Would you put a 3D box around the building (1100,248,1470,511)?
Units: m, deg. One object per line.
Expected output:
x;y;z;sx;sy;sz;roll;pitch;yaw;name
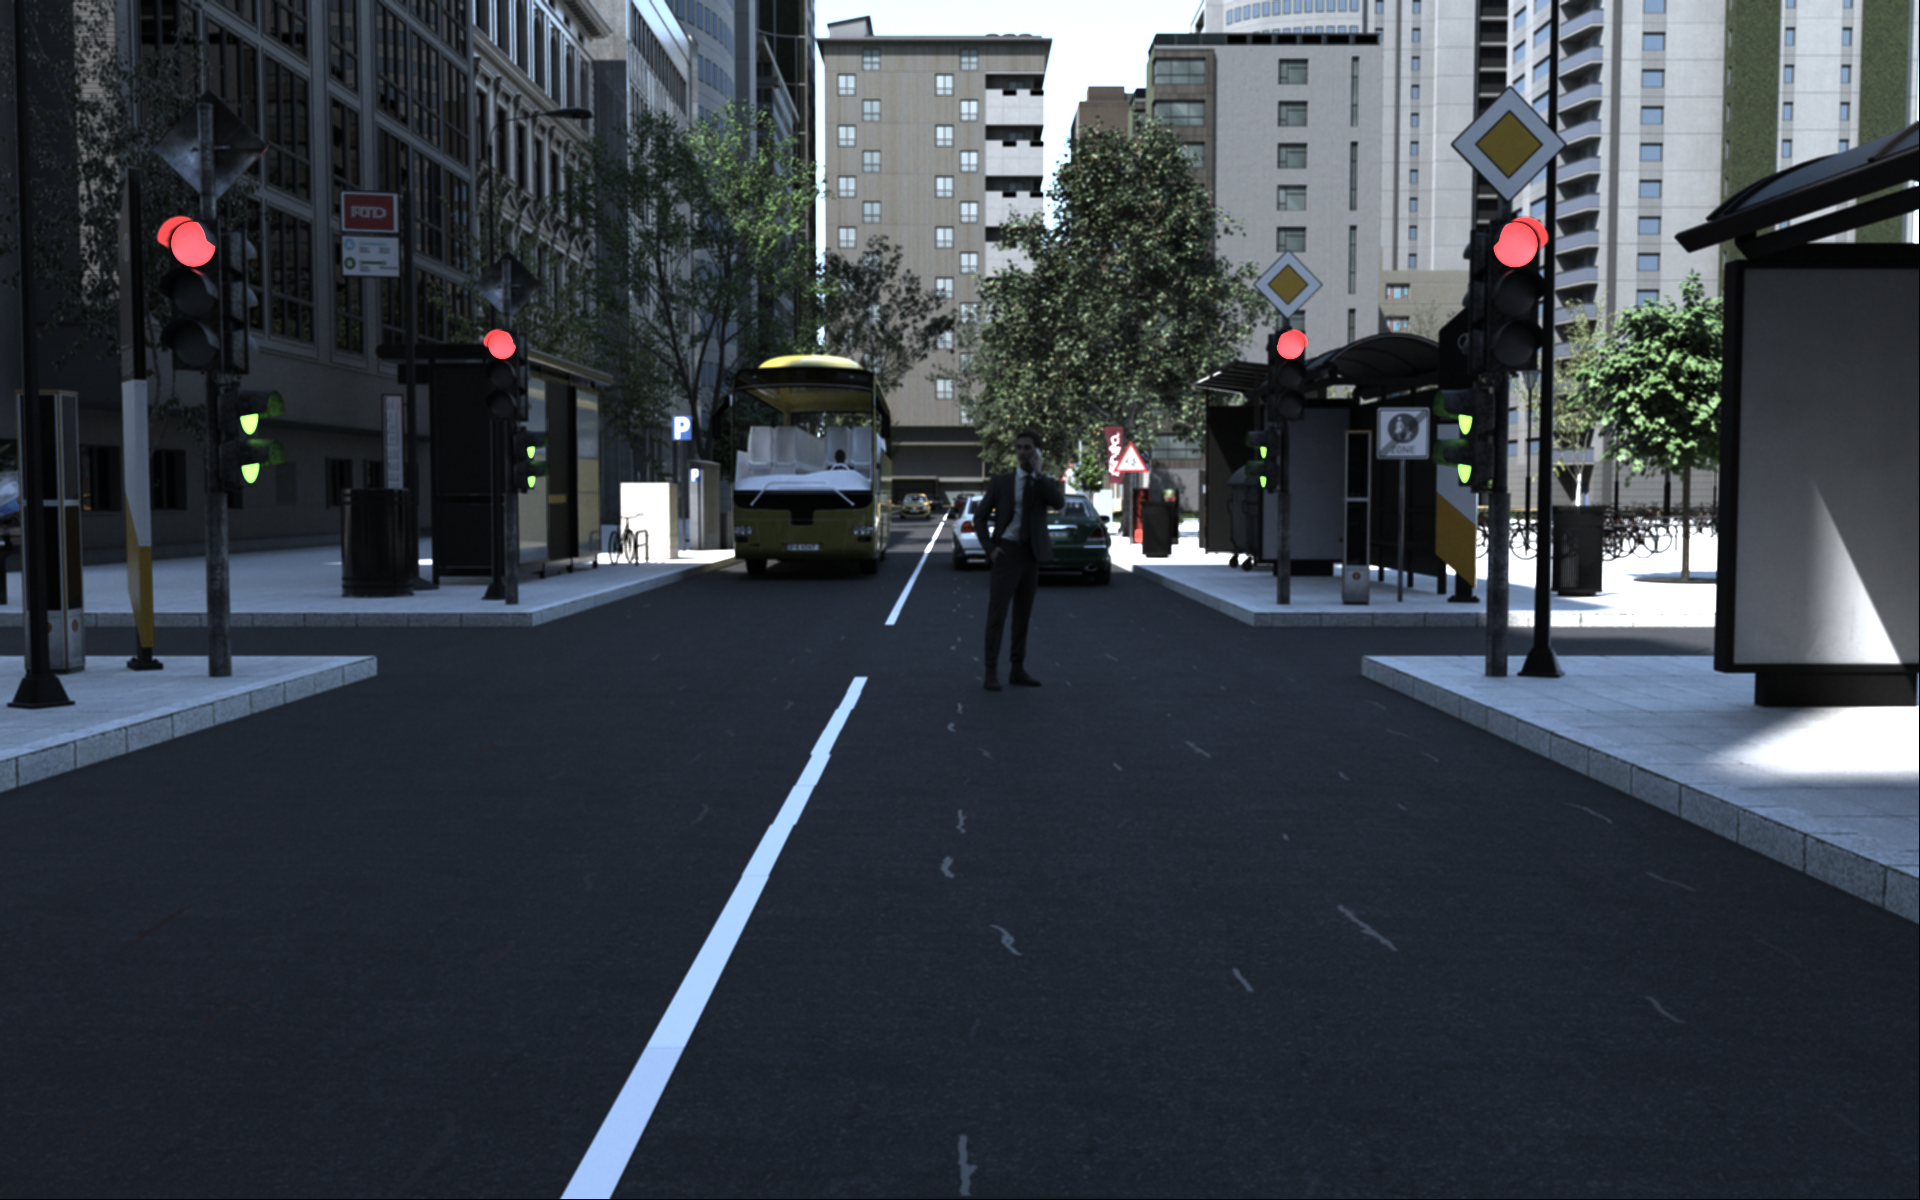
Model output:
26.318;-18.560;148.503;27.650;21.520;28.899;0;3;0;building

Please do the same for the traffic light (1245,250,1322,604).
3.756;-1.907;20.096;0.839;4.253;0.868;0;3;0;traffic light

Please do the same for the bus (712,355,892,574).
-2.722;-2.617;34.336;2.896;3.916;12.252;0;4;-1;bus

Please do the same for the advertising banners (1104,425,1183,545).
4.646;-2.926;44.024;2.074;3.025;0.090;1;4;23;advertising banners

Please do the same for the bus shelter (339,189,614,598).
-7.085;-2.936;25.630;2.179;5.291;8.768;0;3;0;bus shelter

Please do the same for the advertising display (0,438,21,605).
-11.232;-0.902;19.967;0.123;1.923;0.974;3;5;44;advertising display

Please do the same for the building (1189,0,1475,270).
41.018;-40.053;196.867;28.212;58.520;21.231;0;3;0;building

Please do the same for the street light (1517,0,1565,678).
3.578;-2.419;12.098;1.470;5.913;1.316;0;3;0;street light

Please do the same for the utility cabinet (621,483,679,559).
-6.095;-1.551;34.042;1.173;1.500;0.318;2;4;27;utility cabinet

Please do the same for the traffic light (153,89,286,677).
-5.194;-1.417;12.083;0.839;4.253;0.868;0;3;0;traffic light

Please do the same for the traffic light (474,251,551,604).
-5.206;-1.905;20.068;0.839;4.253;0.868;0;3;0;traffic light

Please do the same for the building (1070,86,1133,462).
19.818;-33.236;193.527;14.200;45.320;14.600;0;3;0;building

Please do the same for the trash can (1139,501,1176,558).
3.964;-1.419;34.846;0.748;1.137;0.748;0;3;0;trash can

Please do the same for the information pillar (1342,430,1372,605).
4.605;-0.956;20.117;0.304;2.012;0.304;1;4;10;information pillar

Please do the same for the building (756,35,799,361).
-26.212;-27.805;146.498;23.993;40.220;32.217;0;3;0;building

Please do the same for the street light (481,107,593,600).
-5.109;-2.962;20.963;1.470;5.913;1.316;0;3;0;street light

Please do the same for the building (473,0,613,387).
-19.654;-14.206;61.140;11.050;23.489;19.941;0;3;0;building

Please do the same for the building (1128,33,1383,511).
18.792;-20.851;112.612;14.160;30.474;14.107;0;3;0;building

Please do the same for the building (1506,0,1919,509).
64.983;-37.291;151.699;28.212;58.520;21.231;0;3;0;building

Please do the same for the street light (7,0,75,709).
-5.031;-2.311;10.318;1.470;5.913;1.316;0;3;0;street light

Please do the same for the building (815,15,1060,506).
-1.676;-37.373;200.280;27.495;52.752;28.713;0;3;0;building

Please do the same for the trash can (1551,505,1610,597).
7.752;-0.617;21.738;0.748;1.137;0.748;0;3;0;trash can

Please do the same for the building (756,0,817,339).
-27.295;-46.334;195.808;20.611;71.187;20.563;0;3;0;building

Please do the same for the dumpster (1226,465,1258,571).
5.274;-1.443;29.359;1.264;1.857;1.865;0;3;0;dumpster

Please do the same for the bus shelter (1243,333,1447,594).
5.457;-1.873;24.547;2.014;3.302;5.546;0;4;0;bus shelter

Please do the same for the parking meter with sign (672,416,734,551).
-5.781;-2.637;39.374;0.543;3.016;1.738;2;4;28;parking meter with sign

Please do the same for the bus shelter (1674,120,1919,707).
5.385;-0.855;7.897;2.014;3.302;5.546;0;4;0;bus shelter

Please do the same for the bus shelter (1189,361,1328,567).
5.702;-2.591;33.647;1.731;3.624;6.357;0;4;0;bus shelter

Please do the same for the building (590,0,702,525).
-19.739;-16.122;81.613;12.078;24.808;19.932;0;3;0;building

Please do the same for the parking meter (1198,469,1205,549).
5.819;-2.144;40.770;0.399;1.863;0.255;1;4;8;parking meter

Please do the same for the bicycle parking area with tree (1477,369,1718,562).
11.421;-3.096;37.616;8.231;4.147;9.016;-3;5;-42;bicycle parking area with tree

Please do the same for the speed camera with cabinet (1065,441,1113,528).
4.816;-4.296;64.577;2.038;3.252;0.660;-3;5;-43;speed camera with cabinet

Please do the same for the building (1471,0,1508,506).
65.431;-46.312;195.445;20.611;71.187;20.563;0;3;0;building

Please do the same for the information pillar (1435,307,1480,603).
5.908;-1.782;20.496;0.504;3.616;0.183;2;4;26;information pillar

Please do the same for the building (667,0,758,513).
-24.848;-34.637;108.321;21.231;58.520;28.212;0;3;0;building

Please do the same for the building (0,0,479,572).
-20.950;-15.015;38.996;14.314;27.812;24.014;0;3;0;building

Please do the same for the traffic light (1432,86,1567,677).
3.767;-1.418;12.111;0.839;4.253;0.868;0;3;0;traffic light

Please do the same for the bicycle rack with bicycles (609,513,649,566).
-6.864;-1.119;31.683;2.852;0.926;2.925;0;4;-3;bicycle rack with bicycles

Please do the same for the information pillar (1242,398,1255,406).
6.611;-2.961;39.763;0.504;3.616;0.183;-1;4;-19;information pillar
